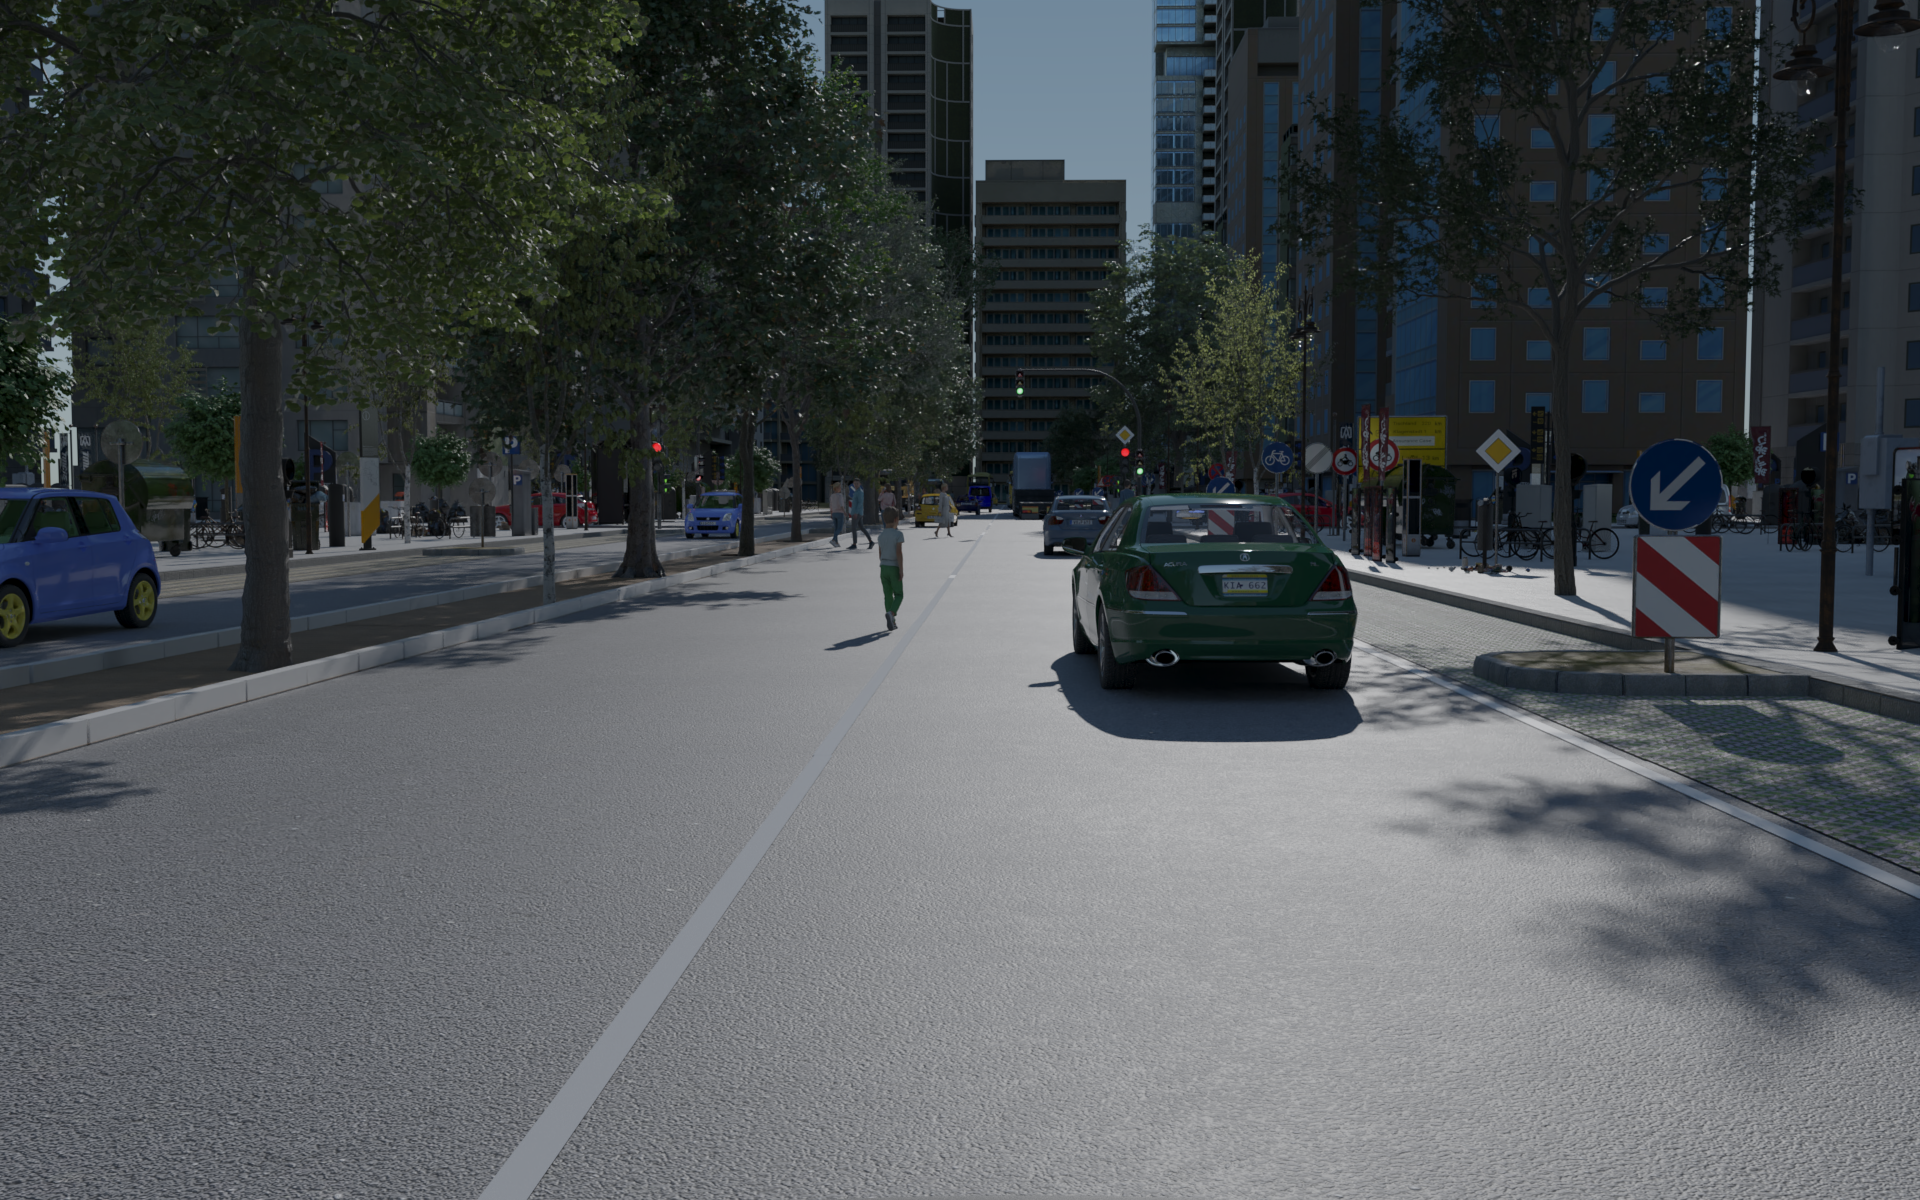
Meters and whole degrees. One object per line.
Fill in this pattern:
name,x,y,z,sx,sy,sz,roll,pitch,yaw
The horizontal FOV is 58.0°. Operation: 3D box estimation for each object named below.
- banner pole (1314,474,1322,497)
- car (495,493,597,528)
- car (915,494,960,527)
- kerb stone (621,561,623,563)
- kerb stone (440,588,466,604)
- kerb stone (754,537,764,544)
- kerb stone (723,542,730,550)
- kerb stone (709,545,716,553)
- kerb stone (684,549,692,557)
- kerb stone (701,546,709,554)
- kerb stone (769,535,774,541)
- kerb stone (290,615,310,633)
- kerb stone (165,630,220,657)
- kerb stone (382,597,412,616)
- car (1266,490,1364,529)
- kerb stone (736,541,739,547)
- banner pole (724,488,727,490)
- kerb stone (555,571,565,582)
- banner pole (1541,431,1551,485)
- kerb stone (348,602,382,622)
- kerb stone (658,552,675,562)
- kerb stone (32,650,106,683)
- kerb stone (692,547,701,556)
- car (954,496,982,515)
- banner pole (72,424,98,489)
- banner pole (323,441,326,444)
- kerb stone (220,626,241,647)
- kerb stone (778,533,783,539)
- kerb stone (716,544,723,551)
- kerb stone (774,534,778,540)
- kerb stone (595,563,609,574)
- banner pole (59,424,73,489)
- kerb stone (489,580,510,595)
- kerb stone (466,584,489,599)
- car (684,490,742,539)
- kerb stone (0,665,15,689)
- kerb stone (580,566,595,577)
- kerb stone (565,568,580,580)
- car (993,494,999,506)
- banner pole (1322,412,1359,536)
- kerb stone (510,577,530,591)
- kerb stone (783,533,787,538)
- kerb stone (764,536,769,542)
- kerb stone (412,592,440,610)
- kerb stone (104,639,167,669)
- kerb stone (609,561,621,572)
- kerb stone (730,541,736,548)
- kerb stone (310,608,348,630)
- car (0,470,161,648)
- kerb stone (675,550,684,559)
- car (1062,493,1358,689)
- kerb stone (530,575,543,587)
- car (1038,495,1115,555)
banner pole,20.426,-6.634,98.476,0.863,3.779,0.401,-2,4,-31
car,-16.375,-3.559,67.228,4.494,1.783,2.155,0,4,1
car,-1.018,-4.042,76.313,2.015,1.641,3.980,0,4,4
kerb stone,-6.435,-0.658,32.983,0.120,0.150,1.000,0,4,2
kerb stone,-6.743,-0.034,22.746,0.120,0.150,1.000,0,4,2
kerb stone,-5.913,-1.726,50.438,0.120,0.150,1.000,0,4,2
kerb stone,-6.097,-1.351,44.280,0.120,0.150,1.000,0,4,2
kerb stone,-6.156,-1.224,42.237,0.120,0.150,1.000,0,4,2
kerb stone,-6.258,-1.037,39.156,0.120,0.150,1.000,0,4,2
kerb stone,-6.182,-1.163,41.211,0.120,0.150,1.000,0,4,2
kerb stone,-5.856,-1.853,52.486,0.120,0.150,1.000,0,4,2
kerb stone,-6.905,0.282,17.625,0.120,0.150,1.000,0,4,2
kerb stone,-6.968,0.405,15.577,0.120,0.150,1.000,0,4,2
kerb stone,-6.806,0.092,20.694,0.120,0.150,1.000,0,4,2
car,13.187,-3.453,65.492,4.494,1.783,2.155,0,4,2
kerb stone,-6.035,-1.477,46.337,0.120,0.150,1.000,0,4,2
banner pole,-19.420,-9.337,142.680,0.863,3.779,0.401,3,5,43
kerb stone,-6.590,-0.347,27.865,0.120,0.150,1.000,0,4,2
banner pole,20.354,-4.294,60.223,0.401,3.779,0.863,3,5,44
kerb stone,-6.835,0.154,19.673,0.120,0.150,1.000,0,4,2
kerb stone,-6.315,-0.907,37.091,0.120,0.150,1.000,0,4,2
kerb stone,-7.018,0.534,13.534,0.120,0.150,1.000,0,4,2
kerb stone,-6.218,-1.098,40.178,0.120,0.150,1.000,0,4,2
car,0.524,-6.592,120.365,1.945,1.354,3.894,0,4,3
banner pole,-31.181,-4.410,62.126,0.401,3.779,0.863,2,4,35
banner pole,-30.184,-5.644,82.300,0.401,3.779,0.863,-1,4,-12
kerb stone,-6.931,0.342,16.599,0.120,0.150,1.000,0,4,2
kerb stone,-5.787,-1.978,54.540,0.120,0.150,1.000,0,4,2
kerb stone,-6.127,-1.284,43.259,0.120,0.150,1.000,0,4,2
kerb stone,-5.815,-1.914,53.513,0.120,0.150,1.000,0,4,2
kerb stone,-6.501,-0.535,30.940,0.120,0.150,1.000,0,4,2
banner pole,-32.091,-4.421,62.302,0.863,3.779,0.401,2,4,27
kerb stone,-6.685,-0.159,24.801,0.120,0.150,1.000,0,4,2
kerb stone,-6.711,-0.096,23.774,0.120,0.150,1.000,0,4,2
car,-7.928,-2.893,56.897,1.945,1.707,3.694,0,4,3
kerb stone,-7.058,0.593,12.499,0.120,0.150,1.000,0,4,2
kerb stone,-6.531,-0.472,29.919,0.120,0.150,1.000,0,4,2
kerb stone,-6.568,-0.409,28.890,0.120,0.150,1.000,0,4,2
car,3.763,-12.384,212.698,2.015,1.641,3.980,0,4,3
banner pole,11.710,-3.866,53.232,0.863,3.779,0.401,-1,4,-13
kerb stone,-6.654,-0.222,25.822,0.120,0.150,1.000,0,4,2
kerb stone,-5.750,-2.041,55.563,0.120,0.150,1.000,0,4,2
kerb stone,-5.880,-1.786,51.461,0.120,0.150,1.000,0,4,2
kerb stone,-6.779,0.029,21.723,0.120,0.150,1.000,0,4,2
kerb stone,-6.993,0.469,14.556,0.120,0.150,1.000,0,4,2
kerb stone,-6.472,-0.597,31.962,0.120,0.150,1.000,0,4,2
kerb stone,-6.064,-1.414,45.311,0.120,0.150,1.000,0,4,2
kerb stone,-6.864,0.220,18.646,0.120,0.150,1.000,0,4,2
car,-9.615,-0.470,17.278,1.945,1.707,3.694,0,4,3
kerb stone,-6.284,-0.974,38.119,0.120,0.150,1.000,0,4,2
car,1.934,-0.143,14.142,2.131,1.459,4.920,0,4,0
kerb stone,-6.629,-0.284,26.844,0.120,0.150,1.000,0,4,2
car,2.894,-1.826,41.860,2.014,1.417,4.499,0,4,3
